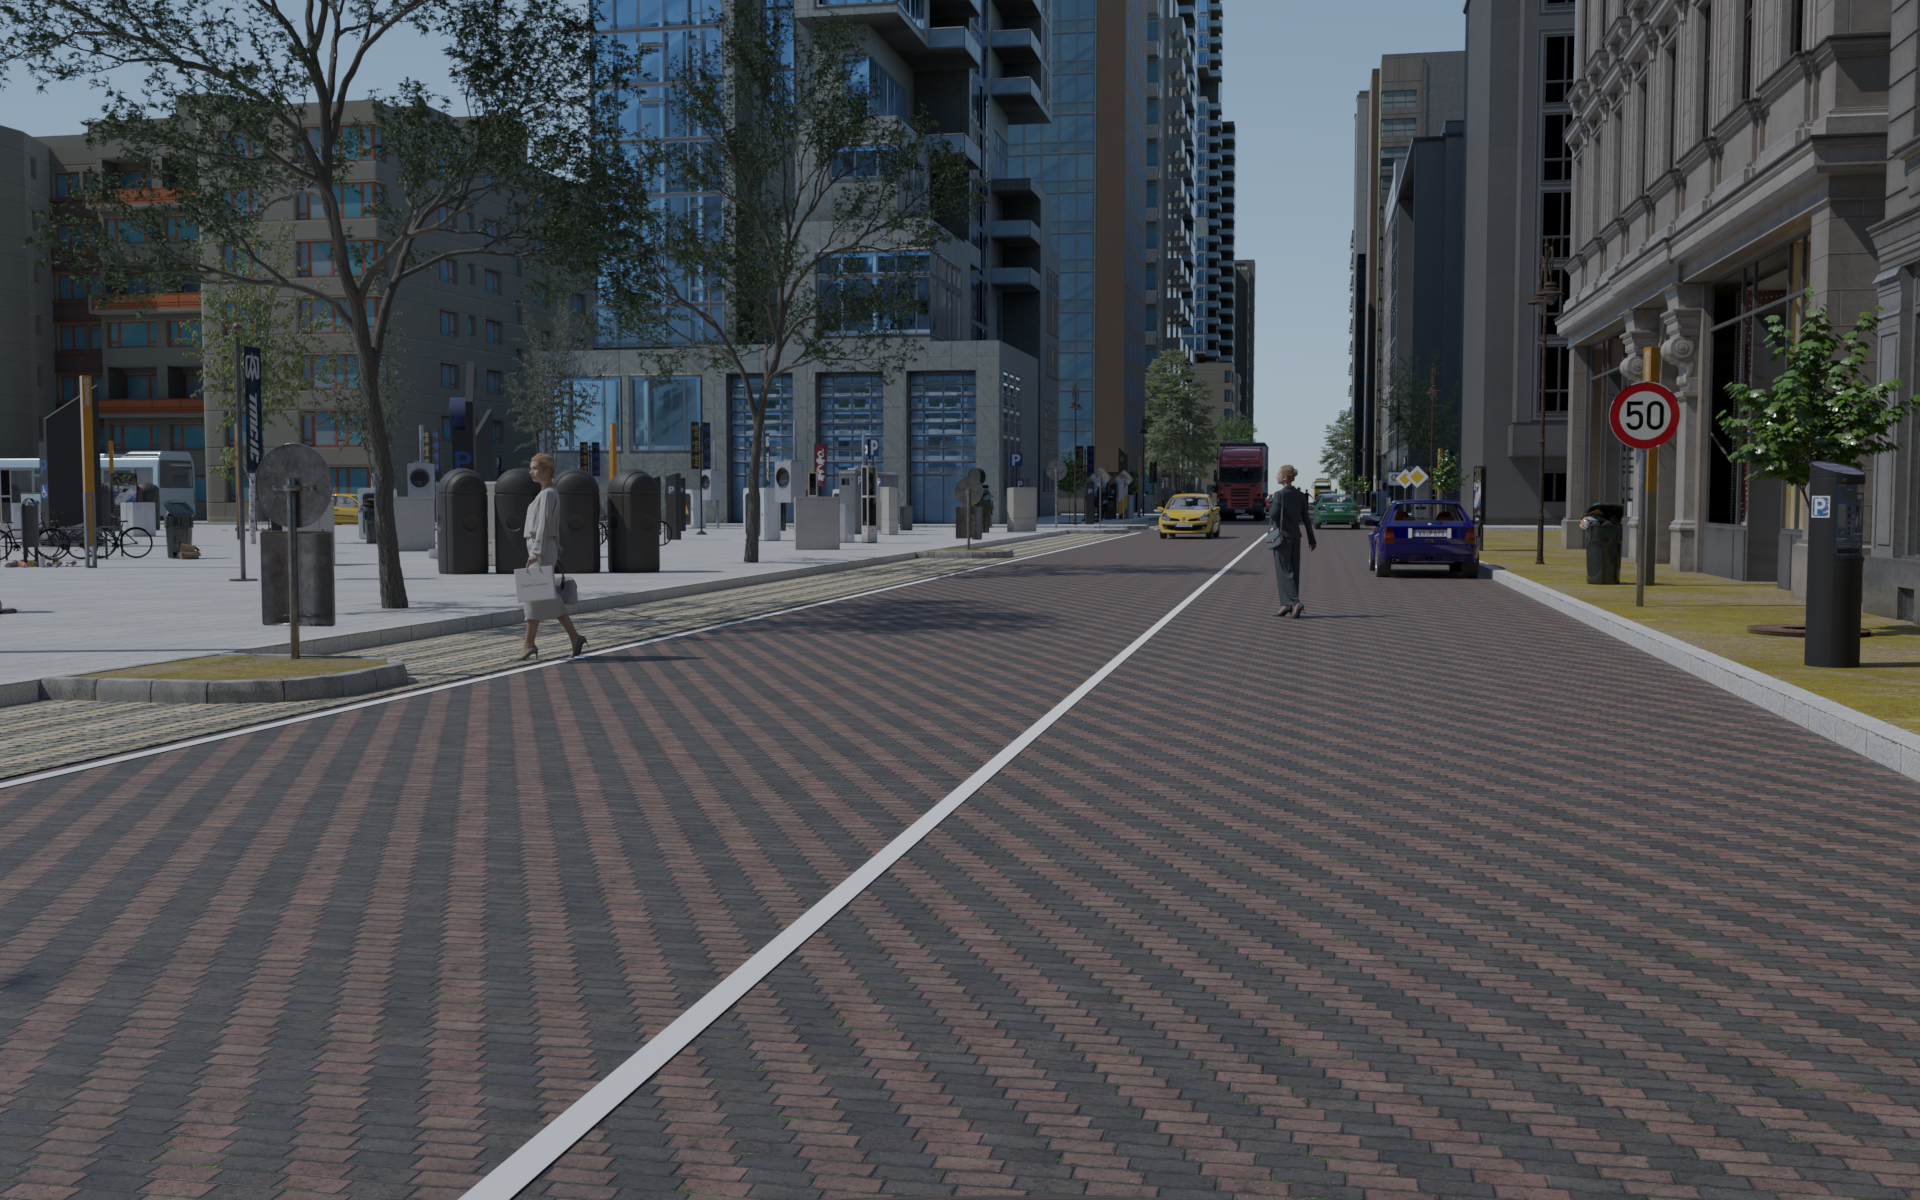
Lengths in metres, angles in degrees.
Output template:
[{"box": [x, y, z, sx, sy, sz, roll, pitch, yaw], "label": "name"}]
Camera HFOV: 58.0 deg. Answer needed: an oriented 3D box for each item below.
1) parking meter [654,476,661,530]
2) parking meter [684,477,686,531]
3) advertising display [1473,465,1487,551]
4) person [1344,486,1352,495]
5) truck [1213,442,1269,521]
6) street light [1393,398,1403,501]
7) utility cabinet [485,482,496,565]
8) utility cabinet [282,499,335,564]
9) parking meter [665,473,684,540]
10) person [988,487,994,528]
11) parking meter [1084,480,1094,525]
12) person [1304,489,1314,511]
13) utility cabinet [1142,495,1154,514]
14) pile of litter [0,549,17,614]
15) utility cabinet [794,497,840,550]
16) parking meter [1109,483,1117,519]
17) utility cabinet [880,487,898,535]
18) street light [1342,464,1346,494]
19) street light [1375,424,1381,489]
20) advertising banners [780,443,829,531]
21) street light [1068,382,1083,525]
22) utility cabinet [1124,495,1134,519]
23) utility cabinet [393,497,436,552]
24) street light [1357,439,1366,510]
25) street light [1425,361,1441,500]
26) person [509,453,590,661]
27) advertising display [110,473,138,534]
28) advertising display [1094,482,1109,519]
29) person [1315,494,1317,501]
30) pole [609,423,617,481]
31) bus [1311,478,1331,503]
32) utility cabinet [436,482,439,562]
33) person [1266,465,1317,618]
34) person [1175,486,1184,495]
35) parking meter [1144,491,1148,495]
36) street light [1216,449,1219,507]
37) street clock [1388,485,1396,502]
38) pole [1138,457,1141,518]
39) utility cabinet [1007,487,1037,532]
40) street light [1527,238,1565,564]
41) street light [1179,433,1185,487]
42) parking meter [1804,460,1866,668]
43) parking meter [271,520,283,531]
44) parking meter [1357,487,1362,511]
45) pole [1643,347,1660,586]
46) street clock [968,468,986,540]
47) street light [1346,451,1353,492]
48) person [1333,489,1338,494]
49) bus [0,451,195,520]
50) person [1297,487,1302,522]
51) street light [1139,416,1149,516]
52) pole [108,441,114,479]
[{"box": [-9.863, -3.072, 55.933, 0.399, 1.863, 0.255, -1, 4, -14], "label": "parking meter"}, {"box": [-9.669, -3.302, 59.705, 0.399, 1.863, 0.255, -2, 4, -24], "label": "parking meter"}, {"box": [11.796, -2.087, 39.340, 0.123, 1.923, 0.974, 0, 4, 7], "label": "advertising display"}, {"box": [19.229, -4.738, 85.884, 0.656, 1.842, 0.836, 3, 5, 39], "label": "person"}, {"box": [15.738, -6.555, 96.088, 2.839, 4.237, 11.283, 1, 4, 11], "label": "truck"}, {"box": [21.111, -6.773, 83.531, 0.468, 5.910, 1.993, 1, 4, 11], "label": "street light"}, {"box": [-8.721, -1.375, 31.165, 1.173, 1.500, 0.318, 2, 4, 27], "label": "utility cabinet"}, {"box": [-11.737, -1.228, 31.240, 0.306, 1.237, 1.020, 1, 4, 22], "label": "utility cabinet"}, {"box": [-8.022, -2.612, 48.419, 0.399, 1.863, 0.255, 1, 4, 18], "label": "parking meter"}, {"box": [1.080, -3.757, 70.023, 0.694, 1.812, 0.767, -2, 4, -33], "label": "person"}, {"box": [5.415, -4.089, 72.569, 0.399, 1.863, 0.255, 0, 4, -4], "label": "parking meter"}, {"box": [30.159, -8.723, 150.751, 1.348, 1.869, 0.705, 0, 4, -1], "label": "person"}, {"box": [12.442, -6.327, 114.606, 0.306, 1.237, 1.020, 3, 5, 44], "label": "utility cabinet"}, {"box": [-10.758, -0.279, 18.527, 1.176, 0.858, 1.719, -2, 4, -26], "label": "pile of litter"}, {"box": [-3.292, -1.755, 39.859, 1.020, 1.237, 0.306, -1, 4, -12], "label": "utility cabinet"}, {"box": [7.852, -5.094, 89.003, 0.399, 1.863, 0.255, 0, 4, 6], "label": "parking meter"}, {"box": [-2.220, -2.806, 54.551, 0.318, 1.500, 1.173, -1, 4, -16], "label": "utility cabinet"}, {"box": [48.322, -14.934, 216.956, 0.468, 5.910, 1.993, 1, 4, 11], "label": "street light"}, {"box": [27.181, -8.547, 112.534, 0.468, 5.910, 1.993, 1, 4, 11], "label": "street light"}, {"box": [-5.546, -3.899, 59.937, 2.074, 3.025, 0.090, 0, 4, 8], "label": "advertising banners"}, {"box": [4.775, -6.048, 71.671, 0.468, 5.910, 1.993, 1, 4, 11], "label": "street light"}, {"box": [8.669, -4.786, 89.409, 0.306, 1.237, 1.020, -1, 4, -12], "label": "utility cabinet"}, {"box": [-12.320, -1.693, 38.846, 1.020, 1.237, 0.306, -2, 4, -28], "label": "utility cabinet"}, {"box": [33.027, -10.351, 142.025, 0.468, 5.910, 1.993, 1, 4, 11], "label": "street light"}, {"box": [16.500, -5.367, 60.533, 0.468, 5.910, 1.993, 1, 4, 11], "label": "street light"}, {"box": [-3.536, -0.369, 14.883, 0.624, 1.780, 0.694, 0, 4, 3], "label": "person"}, {"box": [-25.510, -2.915, 52.866, 0.123, 1.923, 0.974, 1, 4, 19], "label": "advertising display"}, {"box": [7.373, -5.237, 90.839, 0.974, 1.923, 0.123, 3, 5, 43], "label": "advertising display"}, {"box": [43.066, -12.082, 209.265, 0.599, 1.433, 0.991, -1, 4, -10], "label": "person"}, {"box": [-9.963, -3.421, 49.770, 0.158, 3.312, 0.155, 0, 3, 0], "label": "pole"}, {"box": [55.790, -16.860, 267.205, 2.896, 3.916, 12.252, 1, 4, 10], "label": "bus"}, {"box": [-9.755, -1.480, 32.884, 0.318, 1.500, 1.173, -1, 4, -15], "label": "utility cabinet"}, {"box": [3.854, -0.684, 20.106, 0.534, 1.772, 0.576, 3, 4, 36], "label": "person"}, {"box": [11.246, -4.890, 88.419, 0.573, 1.828, 0.580, -3, 5, -43], "label": "person"}, {"box": [13.915, -7.426, 129.825, 0.372, 1.533, 0.369, 0, 3, 0], "label": "parking meter"}, {"box": [26.232, -12.461, 176.532, 0.468, 5.910, 1.993, 1, 4, 11], "label": "street light"}, {"box": [20.302, -4.697, 81.367, 0.358, 2.002, 0.471, -1, 4, -9], "label": "street clock"}, {"box": [9.744, -6.129, 94.060, 0.158, 3.312, 0.155, 0, 3, 0], "label": "pole"}, {"box": [2.057, -3.005, 57.808, 0.318, 1.500, 1.173, 3, 5, 42], "label": "utility cabinet"}, {"box": [10.607, -3.591, 31.495, 0.468, 5.910, 1.993, 1, 4, 11], "label": "street light"}, {"box": [16.694, -9.627, 130.183, 0.468, 5.910, 1.993, 1, 4, 11], "label": "street light"}, {"box": [6.515, -0.274, 12.896, 0.372, 1.533, 0.369, 0, 3, 0], "label": "parking meter"}, {"box": [-14.726, -1.937, 37.389, 0.255, 1.863, 0.399, -1, 4, -15], "label": "parking meter"}, {"box": [31.081, -7.897, 134.823, 0.399, 1.863, 0.255, 1, 4, 17], "label": "parking meter"}, {"box": [9.612, -1.854, 24.160, 0.158, 3.312, 0.155, 0, 3, 0], "label": "pole"}, {"box": [0.477, -2.689, 48.541, 0.471, 2.002, 0.358, 3, 5, 43], "label": "street clock"}, {"box": [42.431, -13.158, 187.917, 0.468, 5.910, 1.993, 1, 4, 11], "label": "street light"}, {"box": [28.503, -7.528, 131.391, 0.447, 1.846, 0.655, 0, 4, 4], "label": "person"}, {"box": [-40.468, -4.983, 76.329, 13.247, 3.499, 2.948, 1, 4, 11], "label": "bus"}, {"box": [17.490, -4.962, 89.835, 0.583, 1.804, 0.606, 1, 4, 9], "label": "person"}, {"box": [10.680, -7.824, 100.707, 0.468, 5.910, 1.993, 1, 4, 11], "label": "street light"}, {"box": [-32.554, -4.443, 66.490, 0.158, 3.312, 0.155, 0, 3, 0], "label": "pole"}]
